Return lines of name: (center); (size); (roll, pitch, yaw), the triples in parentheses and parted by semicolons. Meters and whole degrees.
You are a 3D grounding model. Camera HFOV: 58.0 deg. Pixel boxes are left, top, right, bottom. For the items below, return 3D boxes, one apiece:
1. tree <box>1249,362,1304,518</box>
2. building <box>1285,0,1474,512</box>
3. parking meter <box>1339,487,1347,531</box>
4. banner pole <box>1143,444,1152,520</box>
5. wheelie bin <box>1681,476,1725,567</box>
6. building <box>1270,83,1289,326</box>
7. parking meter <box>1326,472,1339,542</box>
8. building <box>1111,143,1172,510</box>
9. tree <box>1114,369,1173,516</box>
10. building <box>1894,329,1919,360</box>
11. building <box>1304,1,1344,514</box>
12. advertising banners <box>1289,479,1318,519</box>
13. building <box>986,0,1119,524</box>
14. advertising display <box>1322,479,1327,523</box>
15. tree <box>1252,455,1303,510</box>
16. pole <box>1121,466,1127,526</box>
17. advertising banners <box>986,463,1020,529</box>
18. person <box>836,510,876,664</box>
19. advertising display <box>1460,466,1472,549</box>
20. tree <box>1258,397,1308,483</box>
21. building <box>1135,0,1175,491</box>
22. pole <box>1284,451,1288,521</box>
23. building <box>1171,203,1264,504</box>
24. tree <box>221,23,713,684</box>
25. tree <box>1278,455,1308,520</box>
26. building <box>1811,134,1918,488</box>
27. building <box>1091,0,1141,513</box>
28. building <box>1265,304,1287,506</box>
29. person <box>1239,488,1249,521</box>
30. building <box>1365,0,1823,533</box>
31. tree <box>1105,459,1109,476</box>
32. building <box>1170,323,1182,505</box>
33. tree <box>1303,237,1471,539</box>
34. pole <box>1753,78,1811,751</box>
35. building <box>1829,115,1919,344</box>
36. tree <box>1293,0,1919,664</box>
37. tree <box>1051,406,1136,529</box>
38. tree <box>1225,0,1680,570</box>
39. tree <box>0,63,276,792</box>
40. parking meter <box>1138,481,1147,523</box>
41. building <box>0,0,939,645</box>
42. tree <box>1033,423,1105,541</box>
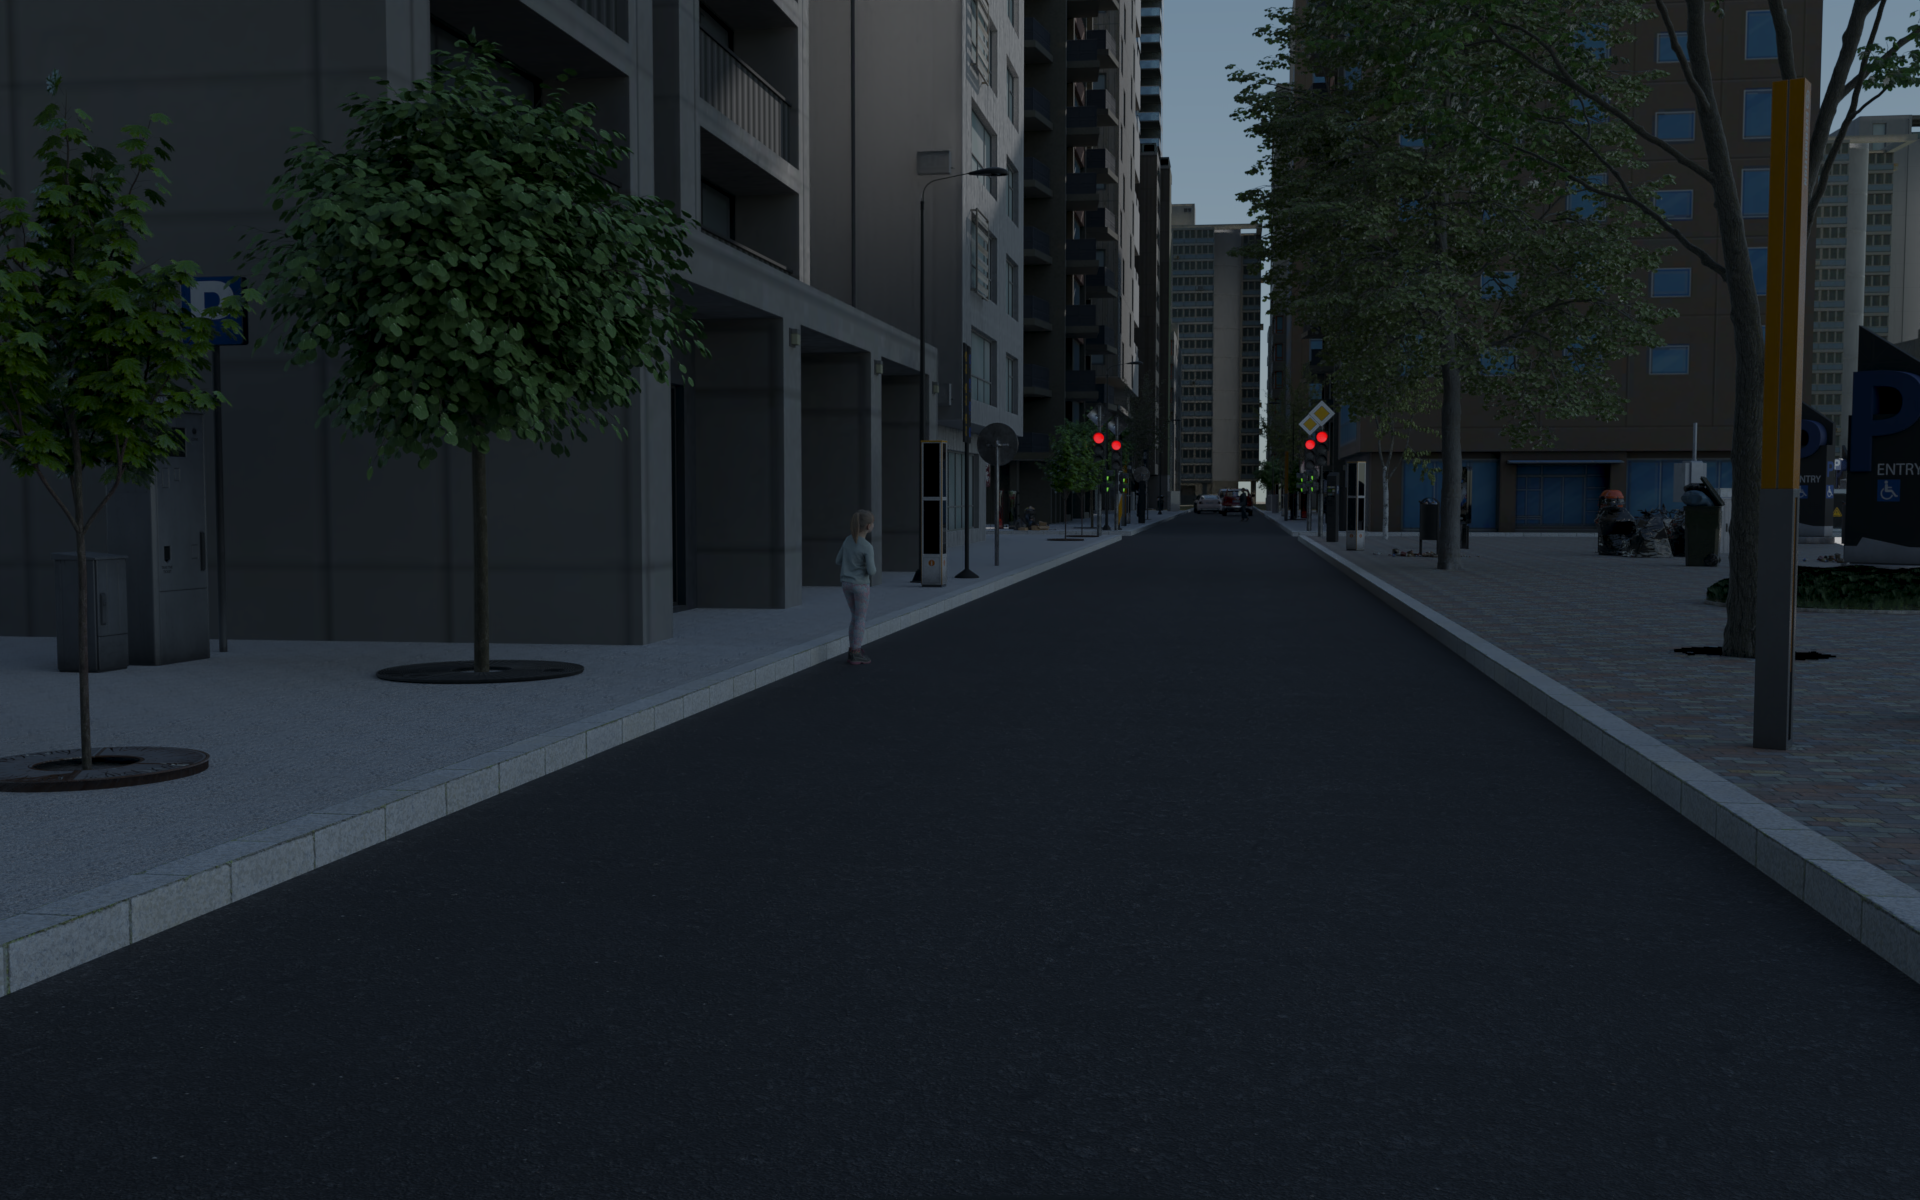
tree: (18.209, -8.816, 94.496); (4.737, 8.622, 4.395); (0, 3, 0)
building: (35.374, -30.505, 148.865); (14.600, 45.320, 14.200); (1, 4, 9)
parking meter: (13.277, -3.144, 59.811); (0.372, 1.533, 0.369); (0, 3, 0)
banner pole: (9.248, -5.873, 86.047); (0.401, 3.779, 0.863); (2, 4, 27)
wheelie bin: (13.197, -1.399, 30.787); (0.693, 1.594, 0.980); (2, 4, 28)
building: (45.890, -34.926, 194.736); (21.300, 48.544, 21.600); (1, 4, 9)
parking meter: (9.962, -2.482, 46.291); (0.255, 1.863, 0.399); (2, 4, 26)
building: (10.136, -22.726, 143.274); (14.160, 30.474, 14.107); (1, 4, 9)
tree: (10.613, -9.352, 103.271); (4.360, 8.622, 3.978); (0, 3, 0)
building: (52.490, -45.789, 61.319); (31.000, 86.520, 22.319); (1, 4, 9)
building: (33.017, -27.770, 108.662); (22.147, 44.769, 28.867); (1, 4, 9)
advertising banners: (17.983, -5.767, 90.482); (0.090, 3.025, 2.074); (-3, 4, -36)
building: (-3.694, -26.384, 86.006); (22.147, 44.769, 28.867); (1, 4, 9)
advertising display: (16.145, -4.316, 75.781); (0.974, 1.923, 0.123); (-3, 5, -40)
tree: (25.596, -9.662, 141.692); (4.285, 4.588, 4.351); (0, 3, 0)
pole: (6.552, -4.604, 69.118); (0.158, 3.312, 0.155); (0, 3, 0)
advertising banners: (1.457, -4.117, 63.507); (0.090, 3.025, 2.074); (-3, 5, -40)
person: (-0.858, -0.116, 14.671); (0.425, 1.301, 0.394); (2, 4, 27)
advertising display: (11.813, -2.173, 40.746); (0.123, 1.923, 0.974); (0, 4, -3)
tree: (24.377, -10.945, 129.305); (4.360, 8.622, 3.978); (0, 3, 0)
building: (9.587, -52.104, 164.579); (22.319, 86.520, 31.000); (1, 4, 9)
pole: (15.523, -5.416, 82.391); (0.158, 3.312, 0.155); (0, 3, 0)
building: (28.911, -33.203, 234.747); (23.993, 40.220, 32.217); (1, 4, 9)
tree: (-3.505, -1.745, 12.246); (4.285, 4.588, 4.351); (0, 3, 0)
tree: (16.496, -5.528, 84.984); (1.663, 3.219, 1.824); (0, 3, 0)
building: (82.486, -30.084, 183.753); (23.993, 40.220, 32.217); (1, 4, 9)
building: (-1.361, -32.582, 121.955); (28.713, 52.752, 27.495); (1, 4, 9)
building: (44.432, -19.892, 170.277); (27.650, 21.520, 28.899); (1, 4, 9)
person: (14.988, -5.039, 91.308); (0.534, 1.772, 0.576); (0, 4, 5)
building: (21.526, -25.232, 62.658); (14.200, 45.320, 14.600); (1, 4, 9)
tree: (3.694, -3.481, 51.513); (1.663, 3.219, 1.824); (0, 3, 0)
building: (10.431, -21.636, 198.783); (28.899, 21.520, 27.650); (1, 4, 9)
tree: (12.050, -6.006, 48.555); (4.737, 8.622, 4.395); (0, 3, 0)
pole: (4.113, -0.907, 8.665); (0.158, 3.312, 0.155); (0, 3, 0)
building: (102.663, -30.939, 189.447); (14.086, 41.232, 14.154); (1, 4, 9)
tree: (6.358, -5.366, 13.492); (9.928, 11.665, 9.643); (0, 3, 0)
tree: (5.014, -4.959, 64.793); (4.285, 4.588, 4.351); (0, 3, 0)
tree: (7.990, -6.808, 29.435); (7.486, 12.596, 7.792); (0, 3, 0)
tree: (-4.076, -0.818, 7.974); (1.663, 3.219, 1.824); (0, 3, 0)
parking meter: (7.947, -4.281, 75.704); (0.255, 1.863, 0.399); (0, 4, -5)
building: (-11.159, -35.841, 24.246); (20.563, 71.187, 20.611); (1, 4, 9)
tree: (2.926, -3.234, 47.471); (1.663, 3.219, 1.824); (0, 3, 0)
